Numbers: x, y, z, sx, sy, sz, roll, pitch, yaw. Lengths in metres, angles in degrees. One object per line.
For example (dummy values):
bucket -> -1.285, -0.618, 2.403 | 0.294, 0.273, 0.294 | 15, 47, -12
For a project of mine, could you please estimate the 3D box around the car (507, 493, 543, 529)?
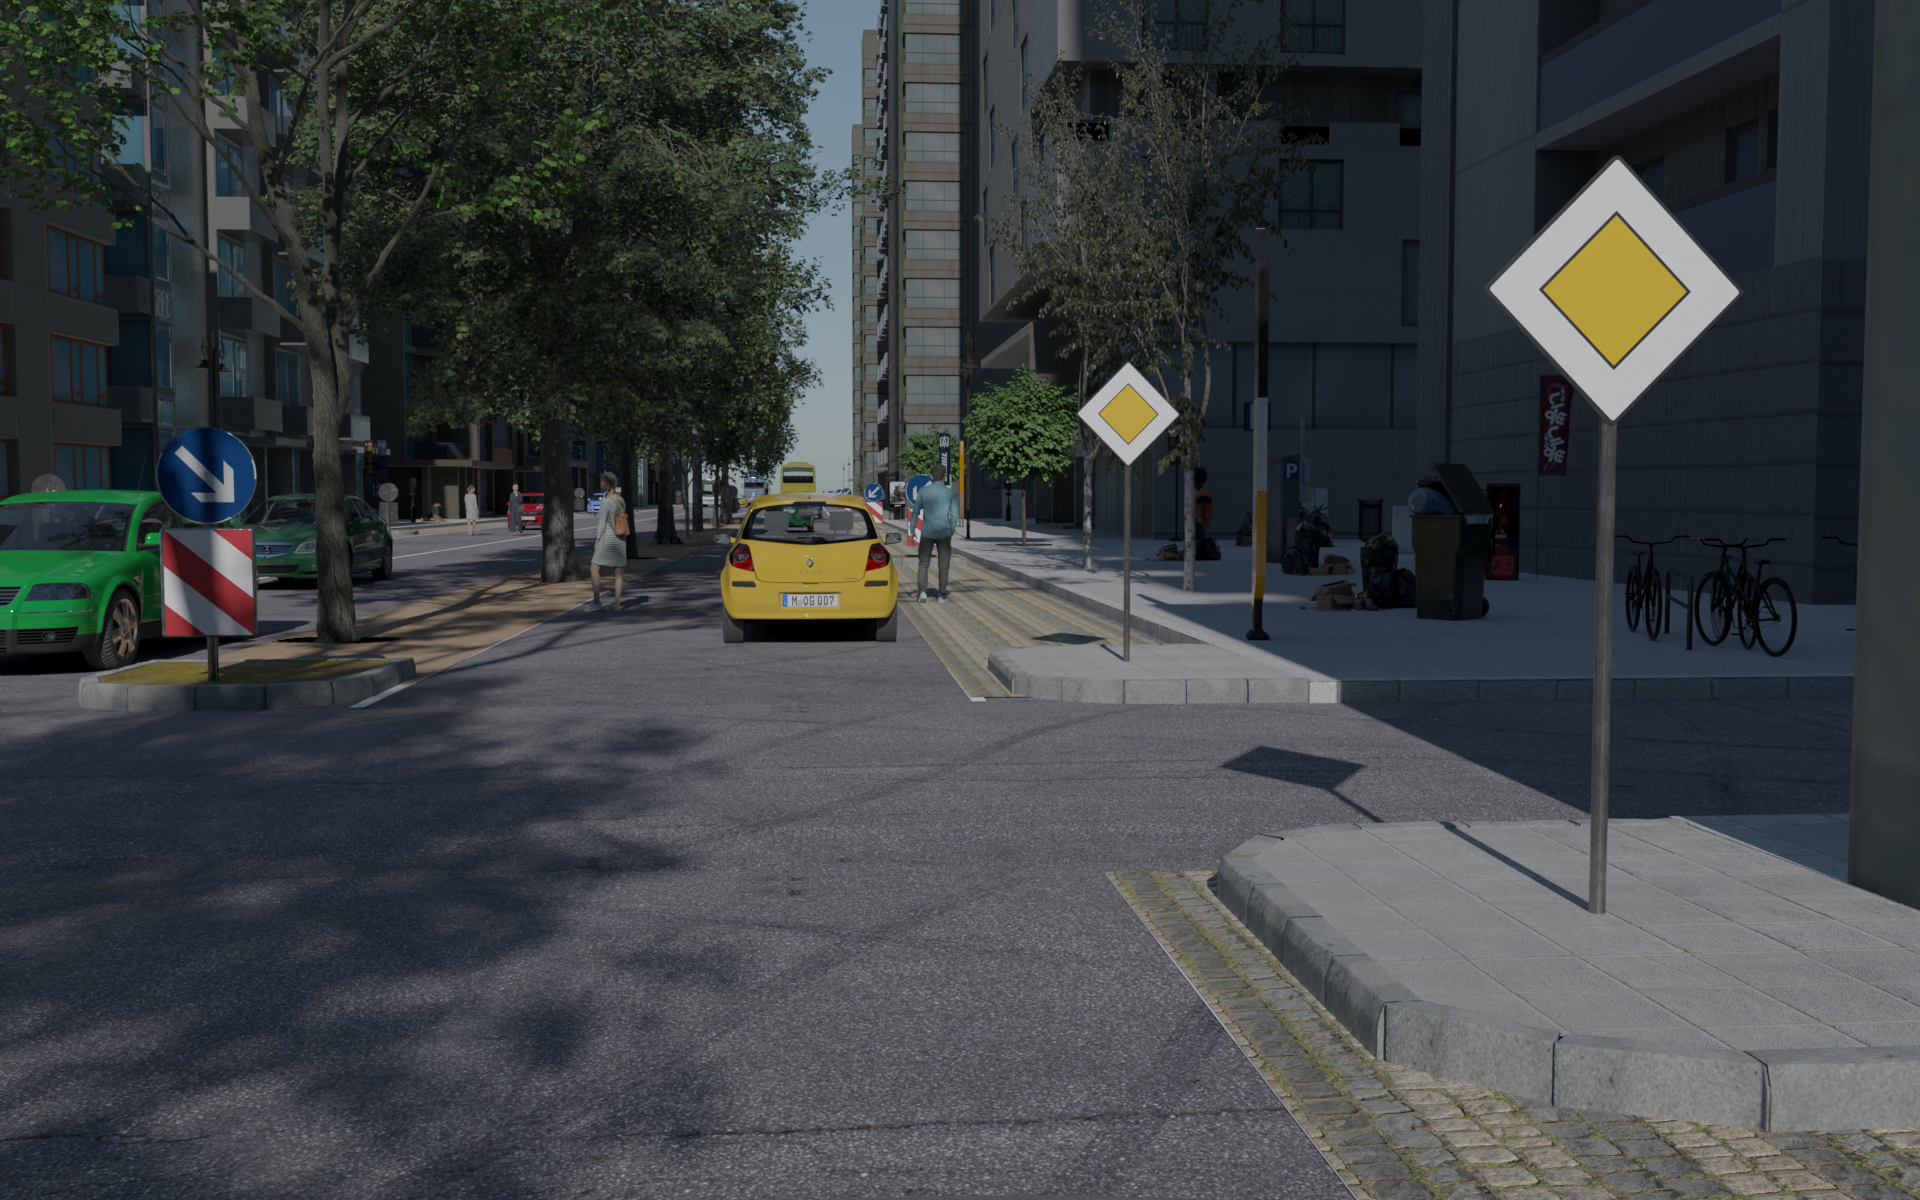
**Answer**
car -> -17.153, -3.732, 70.055 | 2.155, 1.783, 4.494 | 0, 4, -5

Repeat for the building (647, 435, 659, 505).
building -> -43.045, -34.111, 207.822 | 14.600, 45.320, 14.200 | 0, 4, -5

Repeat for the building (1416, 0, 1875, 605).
building -> 23.414, -29.473, 23.883 | 28.212, 58.520, 21.231 | 0, 4, -5

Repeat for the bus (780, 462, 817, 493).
bus -> -12.247, -8.537, 131.129 | 2.896, 3.916, 12.252 | 0, 4, -5

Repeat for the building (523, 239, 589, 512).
building -> -37.832, -41.901, 123.340 | 20.563, 71.187, 20.611 | 0, 4, -5

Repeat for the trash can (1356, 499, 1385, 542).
trash can -> 10.991, -2.126, 46.406 | 0.748, 1.137, 0.748 | 0, 3, 0

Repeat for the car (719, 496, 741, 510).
car -> -20.507, -8.844, 154.382 | 2.009, 1.686, 4.222 | 0, 4, -6

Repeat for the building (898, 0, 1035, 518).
building -> 3.474, -25.313, 97.456 | 14.154, 41.232, 14.086 | 0, 4, -5

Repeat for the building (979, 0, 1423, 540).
building -> 15.276, -28.876, 61.355 | 28.713, 52.752, 27.495 | 0, 4, -5

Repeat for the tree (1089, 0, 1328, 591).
tree -> 2.817, -4.428, 22.760 | 4.360, 8.622, 3.978 | 0, 3, 0

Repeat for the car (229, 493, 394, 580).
car -> -10.373, -0.972, 27.683 | 2.131, 1.459, 4.920 | 0, 4, -6

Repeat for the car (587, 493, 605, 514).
car -> -25.114, -6.851, 121.603 | 1.945, 1.707, 3.694 | 0, 4, -4

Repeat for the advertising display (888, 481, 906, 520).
advertising display -> -3.109, -4.913, 85.548 | 0.974, 1.923, 0.123 | -3, 4, -36

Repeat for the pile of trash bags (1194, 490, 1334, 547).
pile of trash bags -> 7.263, -1.984, 42.187 | 3.447, 1.369, 1.912 | 0, 4, -7

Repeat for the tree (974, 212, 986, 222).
tree -> 2.429, -4.843, 29.540 | 4.360, 8.622, 3.978 | 0, 3, 0

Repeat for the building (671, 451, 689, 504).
building -> -44.739, -33.797, 236.183 | 14.154, 41.232, 14.086 | 0, 4, -5

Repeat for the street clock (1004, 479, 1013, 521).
street clock -> 2.287, -4.704, 81.486 | 0.358, 2.002, 0.471 | 3, 4, 37

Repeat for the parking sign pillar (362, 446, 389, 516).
parking sign pillar -> -28.840, -5.921, 85.287 | 1.447, 3.967, 1.447 | -3, 5, -42

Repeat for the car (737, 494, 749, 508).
car -> -23.413, -10.625, 183.936 | 2.015, 1.641, 3.980 | 0, 4, -6

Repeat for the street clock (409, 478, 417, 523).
street clock -> -24.684, -4.499, 78.130 | 0.358, 2.002, 0.471 | -2, 4, -31

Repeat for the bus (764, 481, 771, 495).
bus -> -27.524, -14.924, 238.863 | 2.948, 3.499, 13.247 | 0, 4, -5

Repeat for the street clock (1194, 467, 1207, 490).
street clock -> 6.462, -2.595, 47.001 | 0.358, 2.002, 0.471 | -2, 4, -32

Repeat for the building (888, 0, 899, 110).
building -> 2.570, -28.262, 112.200 | 14.600, 45.320, 14.200 | 0, 4, -5

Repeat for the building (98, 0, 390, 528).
building -> -36.605, -27.350, 66.773 | 23.786, 49.044, 30.456 | 0, 4, -5

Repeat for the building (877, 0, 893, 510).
building -> 4.937, -31.533, 135.165 | 23.786, 49.044, 30.456 | 0, 4, -5

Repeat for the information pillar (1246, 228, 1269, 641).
information pillar -> 2.626, -1.455, 15.147 | 0.183, 3.616, 0.504 | 0, 4, 5

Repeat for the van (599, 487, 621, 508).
van -> -21.062, -6.067, 106.201 | 2.013, 2.044, 4.112 | 0, 4, -5

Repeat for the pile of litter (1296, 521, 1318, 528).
pile of litter -> 5.847, -0.853, 27.911 | 1.719, 0.858, 1.176 | -3, 5, -39

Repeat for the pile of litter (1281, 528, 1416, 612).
pile of litter -> 4.502, -0.342, 19.553 | 1.719, 0.858, 1.176 | -2, 4, -26

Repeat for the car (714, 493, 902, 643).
car -> -1.581, -0.482, 18.110 | 2.015, 1.641, 3.980 | 0, 4, -5

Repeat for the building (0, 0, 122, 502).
building -> -33.703, -11.170, 27.667 | 27.650, 21.520, 28.899 | 0, 4, -5

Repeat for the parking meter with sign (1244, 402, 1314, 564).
parking meter with sign -> 5.954, -2.196, 32.164 | 0.543, 3.016, 1.738 | -1, 4, -22

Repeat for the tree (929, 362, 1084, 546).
tree -> 1.689, -3.647, 43.341 | 4.285, 4.588, 4.351 | 0, 3, 0

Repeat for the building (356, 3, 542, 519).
building -> -36.415, -27.199, 99.331 | 22.147, 44.769, 28.867 | 0, 4, -5

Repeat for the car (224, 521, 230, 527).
car -> -13.237, -0.990, 27.992 | 2.131, 1.459, 4.920 | 0, 4, -6

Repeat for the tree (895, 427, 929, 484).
tree -> -1.193, -5.741, 77.586 | 4.285, 4.588, 4.351 | 0, 3, 0

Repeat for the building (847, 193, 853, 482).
building -> -3.190, -37.474, 232.307 | 23.786, 49.044, 30.456 | 0, 4, -5

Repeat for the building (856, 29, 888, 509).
building -> -1.885, -28.963, 157.134 | 14.154, 41.232, 14.086 | 0, 4, -5

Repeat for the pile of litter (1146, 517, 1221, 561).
pile of litter -> 4.343, -1.198, 33.558 | 1.719, 0.858, 1.176 | -1, 4, -18

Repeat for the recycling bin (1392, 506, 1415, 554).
recycling bin -> 9.781, -1.507, 37.197 | 0.722, 1.027, 0.722 | -3, 4, -39

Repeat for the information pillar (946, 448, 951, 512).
information pillar -> -0.618, -5.026, 73.534 | 0.504, 3.616, 0.183 | 1, 4, 22

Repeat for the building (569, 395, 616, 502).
building -> -46.187, -27.781, 146.103 | 32.217, 40.220, 23.993 | 0, 4, -5

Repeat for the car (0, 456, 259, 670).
car -> -7.781, -0.407, 15.451 | 1.959, 1.807, 4.718 | 0, 4, -4

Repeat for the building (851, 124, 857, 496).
building -> -5.161, -31.286, 195.120 | 14.154, 41.232, 14.086 | 0, 4, -5

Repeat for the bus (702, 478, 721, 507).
bus -> -27.544, -12.070, 192.211 | 2.948, 3.499, 13.247 | 0, 4, -6

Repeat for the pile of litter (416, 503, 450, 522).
pile of litter -> -24.616, -4.089, 80.819 | 1.719, 0.858, 1.176 | 3, 4, 38

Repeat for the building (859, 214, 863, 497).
building -> -3.500, -25.042, 181.142 | 14.160, 30.474, 14.107 | 0, 4, -5

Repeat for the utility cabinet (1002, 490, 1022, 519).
utility cabinet -> 2.616, -4.763, 86.560 | 0.318, 1.500, 1.173 | 3, 5, 43

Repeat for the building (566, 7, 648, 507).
building -> -44.291, -53.240, 183.147 | 22.319, 86.520, 31.000 | 0, 4, -5
